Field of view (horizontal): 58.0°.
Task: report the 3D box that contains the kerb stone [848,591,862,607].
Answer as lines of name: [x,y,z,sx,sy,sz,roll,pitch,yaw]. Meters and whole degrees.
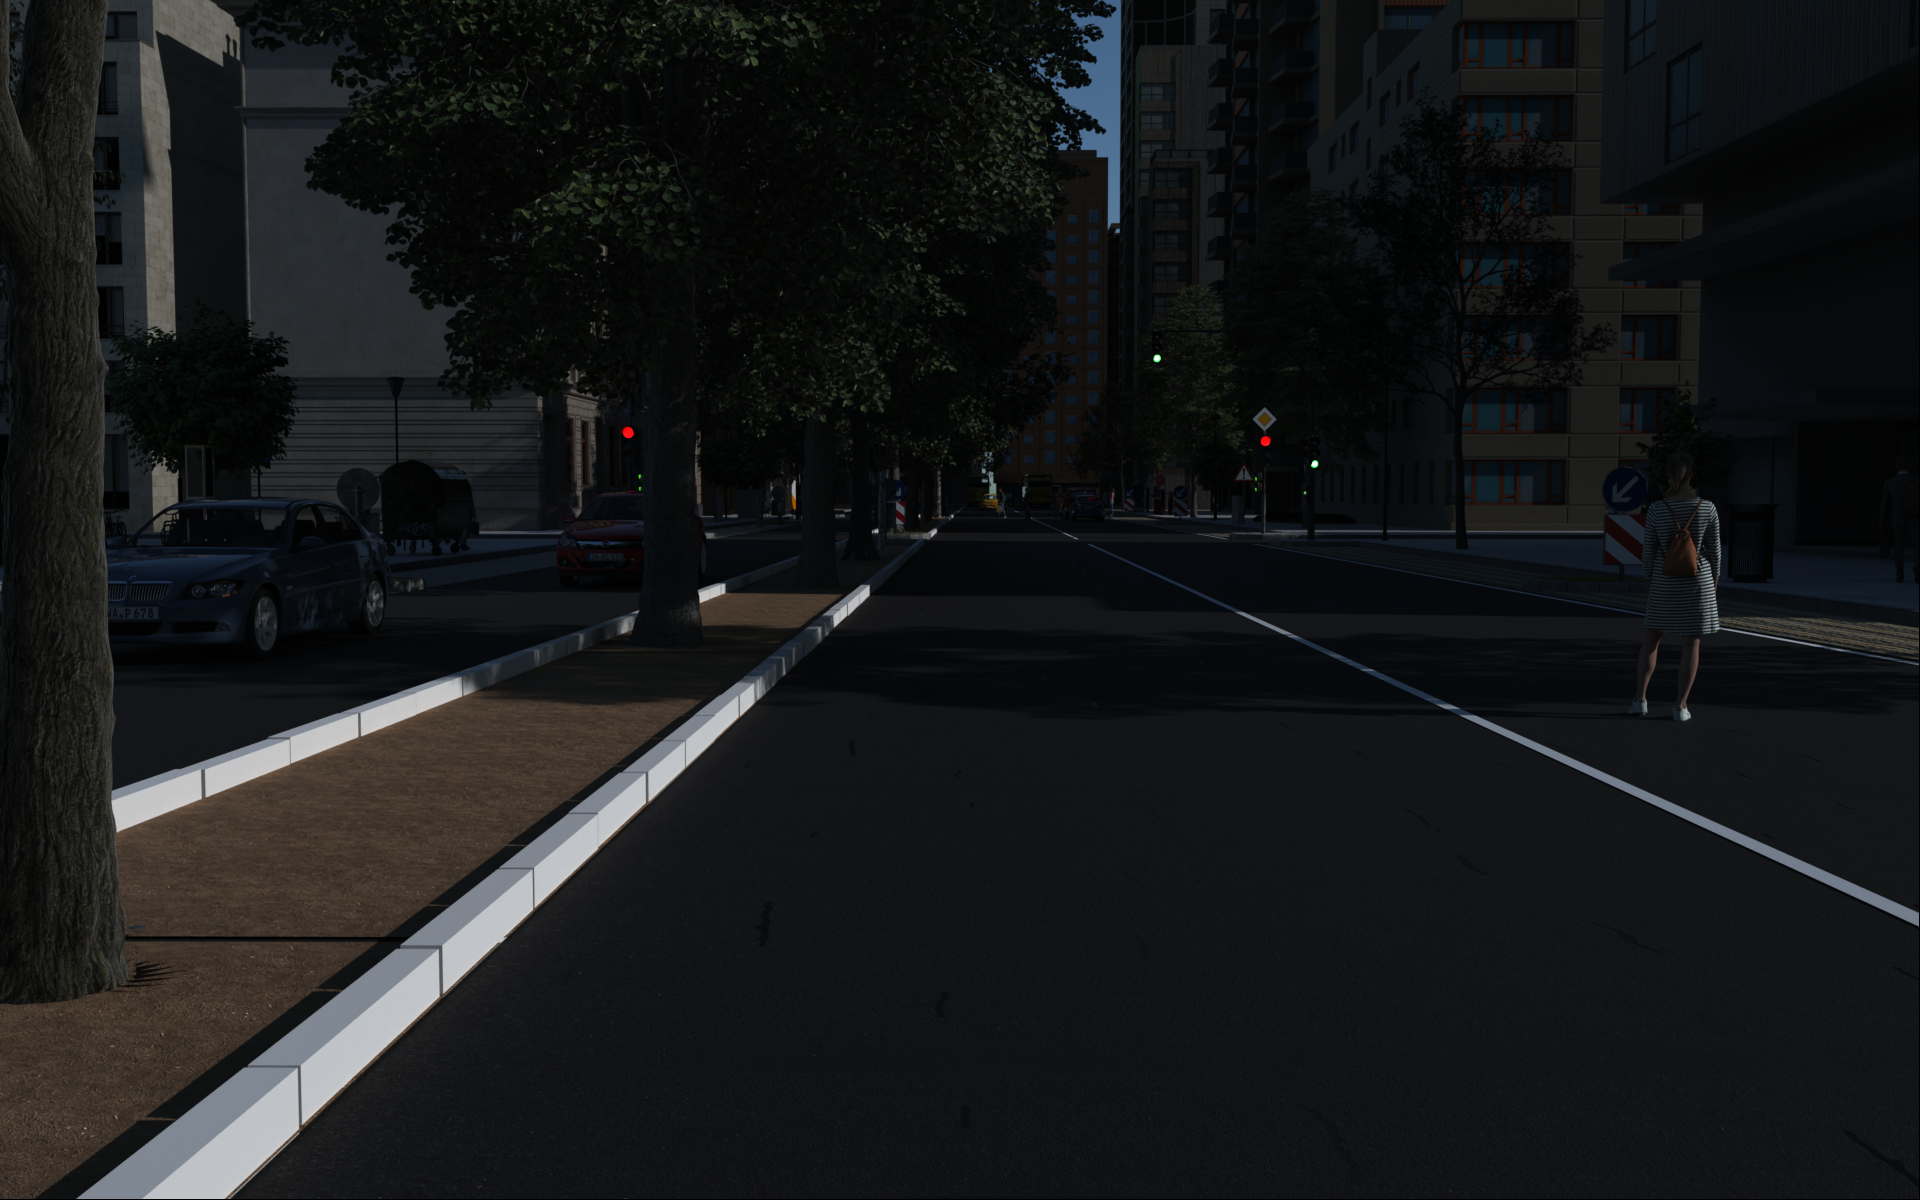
kerb stone: [-1.362,0.022,21.836,0.120,0.150,1.000,0,4,1]

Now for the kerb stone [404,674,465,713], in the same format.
kerb stone: [-3.566,0.643,11.680,0.120,0.150,1.000,0,4,1]

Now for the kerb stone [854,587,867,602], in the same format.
kerb stone: [-1.349,-0.041,22.858,0.120,0.150,1.000,0,4,1]

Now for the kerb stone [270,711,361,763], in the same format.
kerb stone: [-3.586,0.768,9.635,0.120,0.150,1.000,0,4,1]

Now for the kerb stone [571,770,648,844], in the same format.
kerb stone: [-1.512,0.900,7.475,0.120,0.150,1.000,0,4,1]

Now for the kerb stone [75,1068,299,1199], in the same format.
kerb stone: [-1.546,1.151,3.378,0.120,0.150,1.000,0,4,1]

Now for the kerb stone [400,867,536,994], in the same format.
kerb stone: [-1.526,1.026,5.426,0.120,0.150,1.000,0,4,1]

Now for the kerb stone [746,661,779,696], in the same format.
kerb stone: [-1.451,0.586,12.607,0.120,0.150,1.000,0,4,1]

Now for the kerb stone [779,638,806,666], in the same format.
kerb stone: [-1.438,0.461,14.653,0.120,0.150,1.000,0,4,1]

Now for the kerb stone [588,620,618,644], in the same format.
kerb stone: [-3.510,0.330,16.803,0.120,0.150,1.000,0,4,1]

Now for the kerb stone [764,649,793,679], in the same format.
kerb stone: [-1.444,0.524,13.631,0.120,0.150,1.000,0,4,1]

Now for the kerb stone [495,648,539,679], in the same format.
kerb stone: [-3.547,0.519,13.724,0.120,0.150,1.000,0,4,1]

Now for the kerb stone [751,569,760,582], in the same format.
kerb stone: [-3.399,-0.359,28.062,0.120,0.150,1.000,0,4,1]

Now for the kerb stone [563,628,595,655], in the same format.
kerb stone: [-3.520,0.395,15.774,0.120,0.150,1.000,0,4,1]

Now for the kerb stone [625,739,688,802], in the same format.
kerb stone: [-1.494,0.838,8.499,0.120,0.150,1.000,0,4,1]

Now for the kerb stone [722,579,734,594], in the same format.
kerb stone: [-3.431,-0.169,24.995,0.120,0.150,1.000,0,4,1]

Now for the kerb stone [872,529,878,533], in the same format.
kerb stone: [-3.029,-2.522,63.434,0.120,0.150,1.000,0,4,1]

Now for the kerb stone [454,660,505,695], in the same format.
kerb stone: [-3.554,0.581,12.702,0.120,0.150,1.000,0,4,1]

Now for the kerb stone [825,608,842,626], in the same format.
kerb stone: [-1.400,0.217,18.748,0.120,0.150,1.000,0,4,1]

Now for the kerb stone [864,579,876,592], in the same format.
kerb stone: [-1.332,-0.166,24.906,0.120,0.150,1.000,0,4,1]

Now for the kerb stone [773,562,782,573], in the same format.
kerb stone: [-3.364,-0.547,31.139,0.120,0.150,1.000,0,4,1]

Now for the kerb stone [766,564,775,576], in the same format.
kerb stone: [-3.387,-0.480,30.114,0.120,0.150,1.000,0,4,1]

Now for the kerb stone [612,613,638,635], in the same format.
kerb stone: [-3.498,0.268,17.827,0.120,0.150,1.000,0,4,1]

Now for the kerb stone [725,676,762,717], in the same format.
kerb stone: [-1.463,0.654,11.572,0.120,0.150,1.000,0,4,1]

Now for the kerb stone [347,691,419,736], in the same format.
kerb stone: [-3.569,0.706,10.659,0.120,0.150,1.000,0,4,1]

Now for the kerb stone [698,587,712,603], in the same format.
kerb stone: [-3.453,-0.043,22.946,0.120,0.150,1.000,0,4,1]

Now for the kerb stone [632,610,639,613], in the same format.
kerb stone: [-3.487,0.204,18.856,0.120,0.150,1.000,0,4,1]

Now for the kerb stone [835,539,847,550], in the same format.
kerb stone: [-3.201,-1.487,46.501,0.120,0.150,1.000,0,4,1]

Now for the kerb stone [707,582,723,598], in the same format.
kerb stone: [-3.444,-0.108,23.968,0.120,0.150,1.000,0,4,1]

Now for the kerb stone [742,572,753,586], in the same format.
kerb stone: [-3.404,-0.296,27.040,0.120,0.150,1.000,0,4,1]

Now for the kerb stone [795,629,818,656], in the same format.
kerb stone: [-1.417,0.399,15.675,0.120,0.150,1.000,0,4,1]

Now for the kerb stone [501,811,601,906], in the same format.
kerb stone: [-1.517,0.963,6.448,0.120,0.150,1.000,0,4,1]

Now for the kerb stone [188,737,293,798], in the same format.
kerb stone: [-3.590,0.838,8.614,0.120,0.150,1.000,0,4,1]

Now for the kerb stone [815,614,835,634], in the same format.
kerb stone: [-1.406,0.274,17.725,0.120,0.150,1.000,0,4,1]

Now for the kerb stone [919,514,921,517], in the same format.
kerb stone: [-2.495,-5.719,115.713,0.120,0.150,1.000,0,4,1]

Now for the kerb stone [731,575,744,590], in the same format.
kerb stone: [-3.416,-0.234,26.017,0.120,0.150,1.000,0,4,1]

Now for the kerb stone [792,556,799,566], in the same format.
kerb stone: [-3.329,-0.735,34.213,0.120,0.150,1.000,0,4,1]

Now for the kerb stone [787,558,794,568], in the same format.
kerb stone: [-3.343,-0.669,33.183,0.120,0.150,1.000,0,4,1]

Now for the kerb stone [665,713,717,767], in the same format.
kerb stone: [-1.483,0.775,9.521,0.120,0.150,1.000,0,4,1]

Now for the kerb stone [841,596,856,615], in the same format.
kerb stone: [-1.370,0.084,20.815,0.120,0.150,1.000,0,4,1]

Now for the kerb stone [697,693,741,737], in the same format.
kerb stone: [-1.478,0.712,10.549,0.120,0.150,1.000,0,4,1]

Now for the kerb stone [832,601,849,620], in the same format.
kerb stone: [-1.389,0.149,19.783,0.120,0.150,1.000,0,4,1]

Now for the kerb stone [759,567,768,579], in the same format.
kerb stone: [-3.386,-0.418,29.084,0.120,0.150,1.000,0,4,1]

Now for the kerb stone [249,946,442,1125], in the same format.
kerb stone: [-1.538,1.091,4.400,0.120,0.150,1.000,0,4,1]

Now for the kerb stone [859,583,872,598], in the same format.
kerb stone: [-1.340,-0.103,23.884,0.120,0.150,1.000,0,4,1]

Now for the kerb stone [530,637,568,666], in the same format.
kerb stone: [-3.535,0.457,14.746,0.120,0.150,1.000,0,4,1]

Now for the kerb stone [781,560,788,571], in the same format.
kerb stone: [-3.349,-0.610,32.161,0.120,0.150,1.000,0,4,1]

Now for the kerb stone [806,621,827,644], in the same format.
kerb stone: [-1.412,0.339,16.697,0.120,0.150,1.000,0,4,1]
